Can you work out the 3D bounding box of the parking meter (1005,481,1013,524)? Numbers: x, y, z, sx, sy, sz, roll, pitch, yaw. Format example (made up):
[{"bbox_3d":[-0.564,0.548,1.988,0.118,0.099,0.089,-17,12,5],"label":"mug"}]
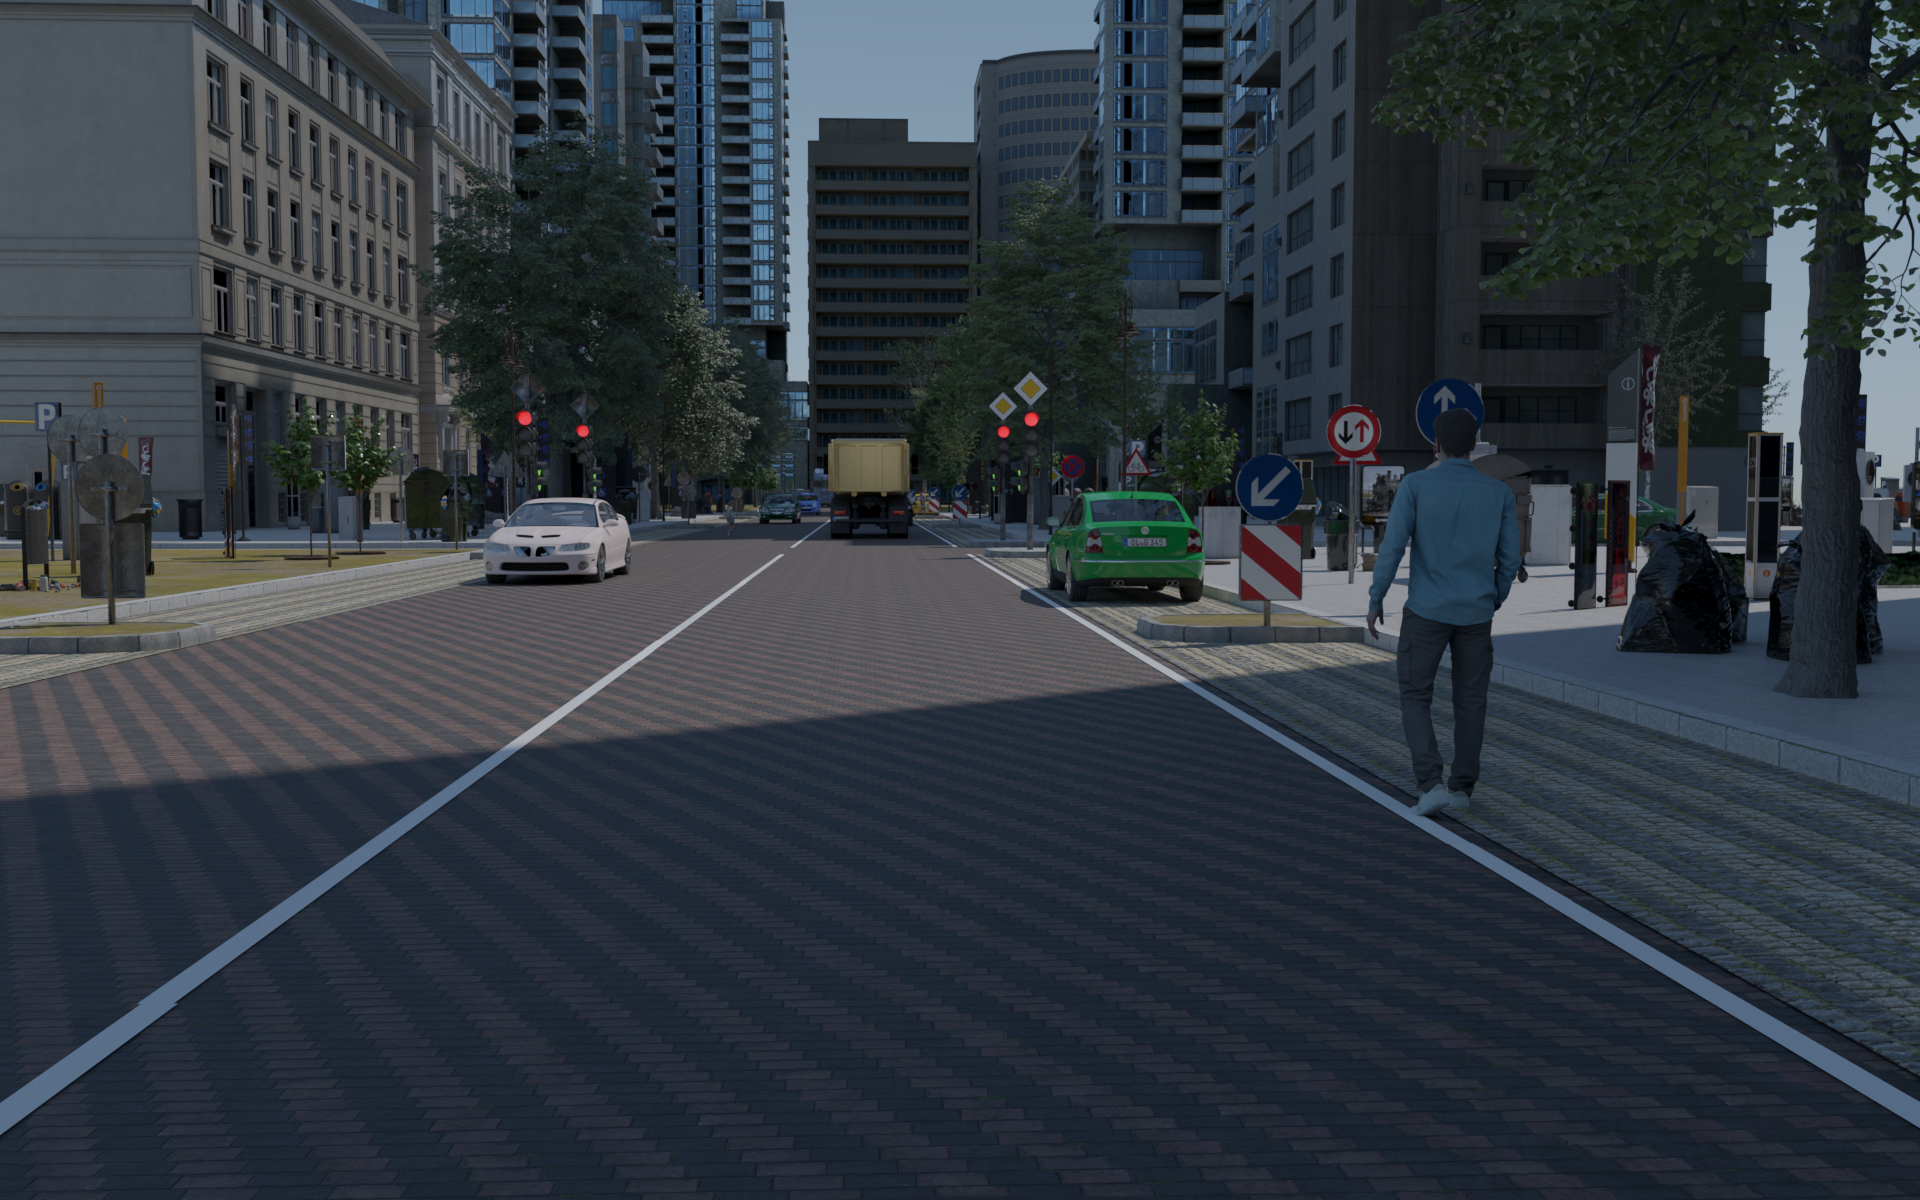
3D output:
[{"bbox_3d":[2.083,-4.240,75.032,0.399,1.863,0.255,3,5,41],"label":"parking meter"}]

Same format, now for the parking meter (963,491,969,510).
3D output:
[{"bbox_3d":[0.411,-6.373,112.607,0.372,1.533,0.369,0,3,0],"label":"parking meter"}]

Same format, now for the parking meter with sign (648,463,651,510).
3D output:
[{"bbox_3d":[-17.401,-6.158,96.937,0.543,3.016,1.738,0,4,5],"label":"parking meter with sign"}]

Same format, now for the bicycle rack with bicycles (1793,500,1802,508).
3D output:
[{"bbox_3d":[54.771,-6.026,111.906,2.925,0.926,2.852,-3,5,-39],"label":"bicycle rack with bicycles"}]

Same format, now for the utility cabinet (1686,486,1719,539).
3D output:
[{"bbox_3d":[20.740,-2.436,48.504,1.173,1.500,0.318,-2,4,-31],"label":"utility cabinet"}]

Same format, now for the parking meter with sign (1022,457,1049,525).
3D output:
[{"bbox_3d":[3.345,-4.643,72.180,0.543,3.016,1.738,-3,4,-36],"label":"parking meter with sign"}]

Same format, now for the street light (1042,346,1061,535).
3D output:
[{"bbox_3d":[2.852,-4.986,54.313,0.468,5.910,1.993,0,4,-3],"label":"street light"}]

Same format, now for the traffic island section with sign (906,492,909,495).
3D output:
[{"bbox_3d":[-5.764,-10.274,176.607,1.989,1.847,2.006,0,4,-3],"label":"traffic island section with sign"}]

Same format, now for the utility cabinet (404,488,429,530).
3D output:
[{"bbox_3d":[-19.139,-3.202,61.029,0.318,1.500,1.173,1,4,11],"label":"utility cabinet"}]

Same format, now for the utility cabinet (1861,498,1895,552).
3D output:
[{"bbox_3d":[15.126,-1.090,28.982,0.306,1.237,1.020,-1,4,-11],"label":"utility cabinet"}]

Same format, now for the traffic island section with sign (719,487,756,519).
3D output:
[{"bbox_3d":[-12.695,-5.521,98.902,1.989,1.847,2.006,0,4,-3],"label":"traffic island section with sign"}]

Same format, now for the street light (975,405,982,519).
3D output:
[{"bbox_3d":[1.022,-7.077,88.503,0.468,5.910,1.993,0,4,-3],"label":"street light"}]

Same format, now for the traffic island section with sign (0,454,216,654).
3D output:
[{"bbox_3d":[-8.225,-0.471,16.336,1.989,1.847,2.006,0,4,-3],"label":"traffic island section with sign"}]

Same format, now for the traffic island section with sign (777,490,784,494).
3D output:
[{"bbox_3d":[-15.434,-8.619,149.546,1.989,1.847,2.006,0,4,-3],"label":"traffic island section with sign"}]

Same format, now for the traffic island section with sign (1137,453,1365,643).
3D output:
[{"bbox_3d":[2.846,-0.543,17.503,1.989,1.847,2.006,0,4,-3],"label":"traffic island section with sign"}]

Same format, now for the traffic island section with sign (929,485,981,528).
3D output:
[{"bbox_3d":[-0.153,-3.939,73.032,1.989,1.847,2.006,0,4,-3],"label":"traffic island section with sign"}]

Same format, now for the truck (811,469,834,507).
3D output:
[{"bbox_3d":[-14.709,-12.189,189.045,2.967,4.110,18.799,0,4,-5],"label":"truck"}]

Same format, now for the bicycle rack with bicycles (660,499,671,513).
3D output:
[{"bbox_3d":[-20.247,-6.461,119.018,2.852,0.926,2.925,3,5,42],"label":"bicycle rack with bicycles"}]

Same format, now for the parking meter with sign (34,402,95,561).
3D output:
[{"bbox_3d":[-17.092,-2.293,33.748,0.543,3.016,1.738,1,4,15],"label":"parking meter with sign"}]

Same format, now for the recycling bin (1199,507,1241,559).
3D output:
[{"bbox_3d":[5.186,-1.351,34.636,0.722,1.027,0.722,0,4,-2],"label":"recycling bin"}]

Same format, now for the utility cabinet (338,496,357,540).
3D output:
[{"bbox_3d":[-17.255,-2.315,49.008,0.306,1.237,1.020,-3,5,-42],"label":"utility cabinet"}]

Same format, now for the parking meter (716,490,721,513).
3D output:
[{"bbox_3d":[-16.662,-6.804,119.650,0.372,1.533,0.369,0,3,0],"label":"parking meter"}]

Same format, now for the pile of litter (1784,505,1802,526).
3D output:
[{"bbox_3d":[33.676,-3.386,69.322,1.176,0.858,1.719,1,4,9],"label":"pile of litter"}]

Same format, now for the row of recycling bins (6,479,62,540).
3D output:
[{"bbox_3d":[-25.239,-2.542,48.668,3.534,1.692,1.069,1,4,15],"label":"row of recycling bins"}]

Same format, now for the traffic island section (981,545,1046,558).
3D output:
[{"bbox_3d":[1.635,-1.078,39.898,2.009,0.180,2.903,0,4,-3],"label":"traffic island section"}]

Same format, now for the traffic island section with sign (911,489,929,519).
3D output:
[{"bbox_3d":[-1.647,-5.612,100.380,1.989,1.847,2.006,0,4,-3],"label":"traffic island section with sign"}]

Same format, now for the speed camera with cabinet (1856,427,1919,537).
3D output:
[{"bbox_3d":[27.642,-3.494,51.460,2.038,3.252,0.660,2,4,24],"label":"speed camera with cabinet"}]

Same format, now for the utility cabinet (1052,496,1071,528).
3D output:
[{"bbox_3d":[3.841,-3.380,66.419,1.020,1.237,0.306,0,4,5],"label":"utility cabinet"}]

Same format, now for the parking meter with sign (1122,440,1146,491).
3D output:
[{"bbox_3d":[5.470,-3.634,55.676,0.543,3.016,1.738,1,4,23],"label":"parking meter with sign"}]

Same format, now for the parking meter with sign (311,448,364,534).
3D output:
[{"bbox_3d":[-20.321,-3.680,56.428,1.738,3.016,0.543,0,4,6],"label":"parking meter with sign"}]

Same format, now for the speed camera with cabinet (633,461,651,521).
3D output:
[{"bbox_3d":[-15.595,-5.396,82.554,2.038,3.252,0.660,3,5,45],"label":"speed camera with cabinet"}]

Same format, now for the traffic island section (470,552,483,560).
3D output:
[{"bbox_3d":[-9.789,-1.040,39.287,2.009,0.180,2.903,0,4,-3],"label":"traffic island section"}]

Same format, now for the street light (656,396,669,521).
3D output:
[{"bbox_3d":[-13.995,-6.658,81.648,0.468,5.910,1.993,0,4,-3],"label":"street light"}]

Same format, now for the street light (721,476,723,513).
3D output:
[{"bbox_3d":[-15.920,-8.730,115.522,0.468,5.910,1.993,0,4,-3],"label":"street light"}]

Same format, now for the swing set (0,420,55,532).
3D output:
[{"bbox_3d":[-20.655,-2.378,36.506,3.119,2.851,2.862,-3,5,-41],"label":"swing set"}]

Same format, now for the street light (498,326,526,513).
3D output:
[{"bbox_3d":[-12.320,-4.586,47.761,0.468,5.910,1.993,0,4,-3],"label":"street light"}]

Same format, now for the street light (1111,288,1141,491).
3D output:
[{"bbox_3d":[3.721,-4.054,39.074,0.468,5.910,1.993,0,4,-3],"label":"street light"}]

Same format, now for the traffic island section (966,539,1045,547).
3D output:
[{"bbox_3d":[1.204,-1.565,47.872,2.009,0.180,2.903,0,4,-3],"label":"traffic island section"}]

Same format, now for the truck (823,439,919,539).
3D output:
[{"bbox_3d":[-3.077,-3.877,59.318,3.469,3.379,9.791,0,4,-3],"label":"truck"}]

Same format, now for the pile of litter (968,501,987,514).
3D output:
[{"bbox_3d":[0.984,-5.969,111.550,1.719,0.858,1.176,0,4,-1],"label":"pile of litter"}]

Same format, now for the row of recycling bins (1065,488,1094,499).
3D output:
[{"bbox_3d":[7.337,-6.681,116.350,3.534,1.692,1.069,1,4,21],"label":"row of recycling bins"}]

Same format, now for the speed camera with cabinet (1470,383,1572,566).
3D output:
[{"bbox_3d":[9.929,-2.255,31.212,2.038,3.252,0.660,0,4,-1],"label":"speed camera with cabinet"}]

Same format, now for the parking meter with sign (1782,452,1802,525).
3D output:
[{"bbox_3d":[33.889,-4.590,71.300,0.543,3.016,1.738,-3,5,-40],"label":"parking meter with sign"}]

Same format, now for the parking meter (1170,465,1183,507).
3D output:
[{"bbox_3d":[4.363,-1.788,34.951,0.255,1.863,0.399,1,4,10],"label":"parking meter"}]

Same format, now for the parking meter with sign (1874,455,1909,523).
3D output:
[{"bbox_3d":[41.310,-4.932,76.893,1.738,3.016,0.543,-1,4,-16],"label":"parking meter with sign"}]

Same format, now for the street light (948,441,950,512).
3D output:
[{"bbox_3d":[-0.768,-9.158,122.516,0.468,5.910,1.993,0,4,-3],"label":"street light"}]

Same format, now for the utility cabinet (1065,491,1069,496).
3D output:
[{"bbox_3d":[6.499,-6.386,113.085,1.173,1.500,0.318,1,4,11],"label":"utility cabinet"}]

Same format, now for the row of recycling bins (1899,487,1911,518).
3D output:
[{"bbox_3d":[50.201,-5.215,92.374,3.534,1.692,1.069,-2,4,-29],"label":"row of recycling bins"}]

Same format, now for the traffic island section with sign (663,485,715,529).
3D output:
[{"bbox_3d":[-11.222,-3.867,71.846,1.989,1.847,2.006,0,4,-3],"label":"traffic island section with sign"}]
